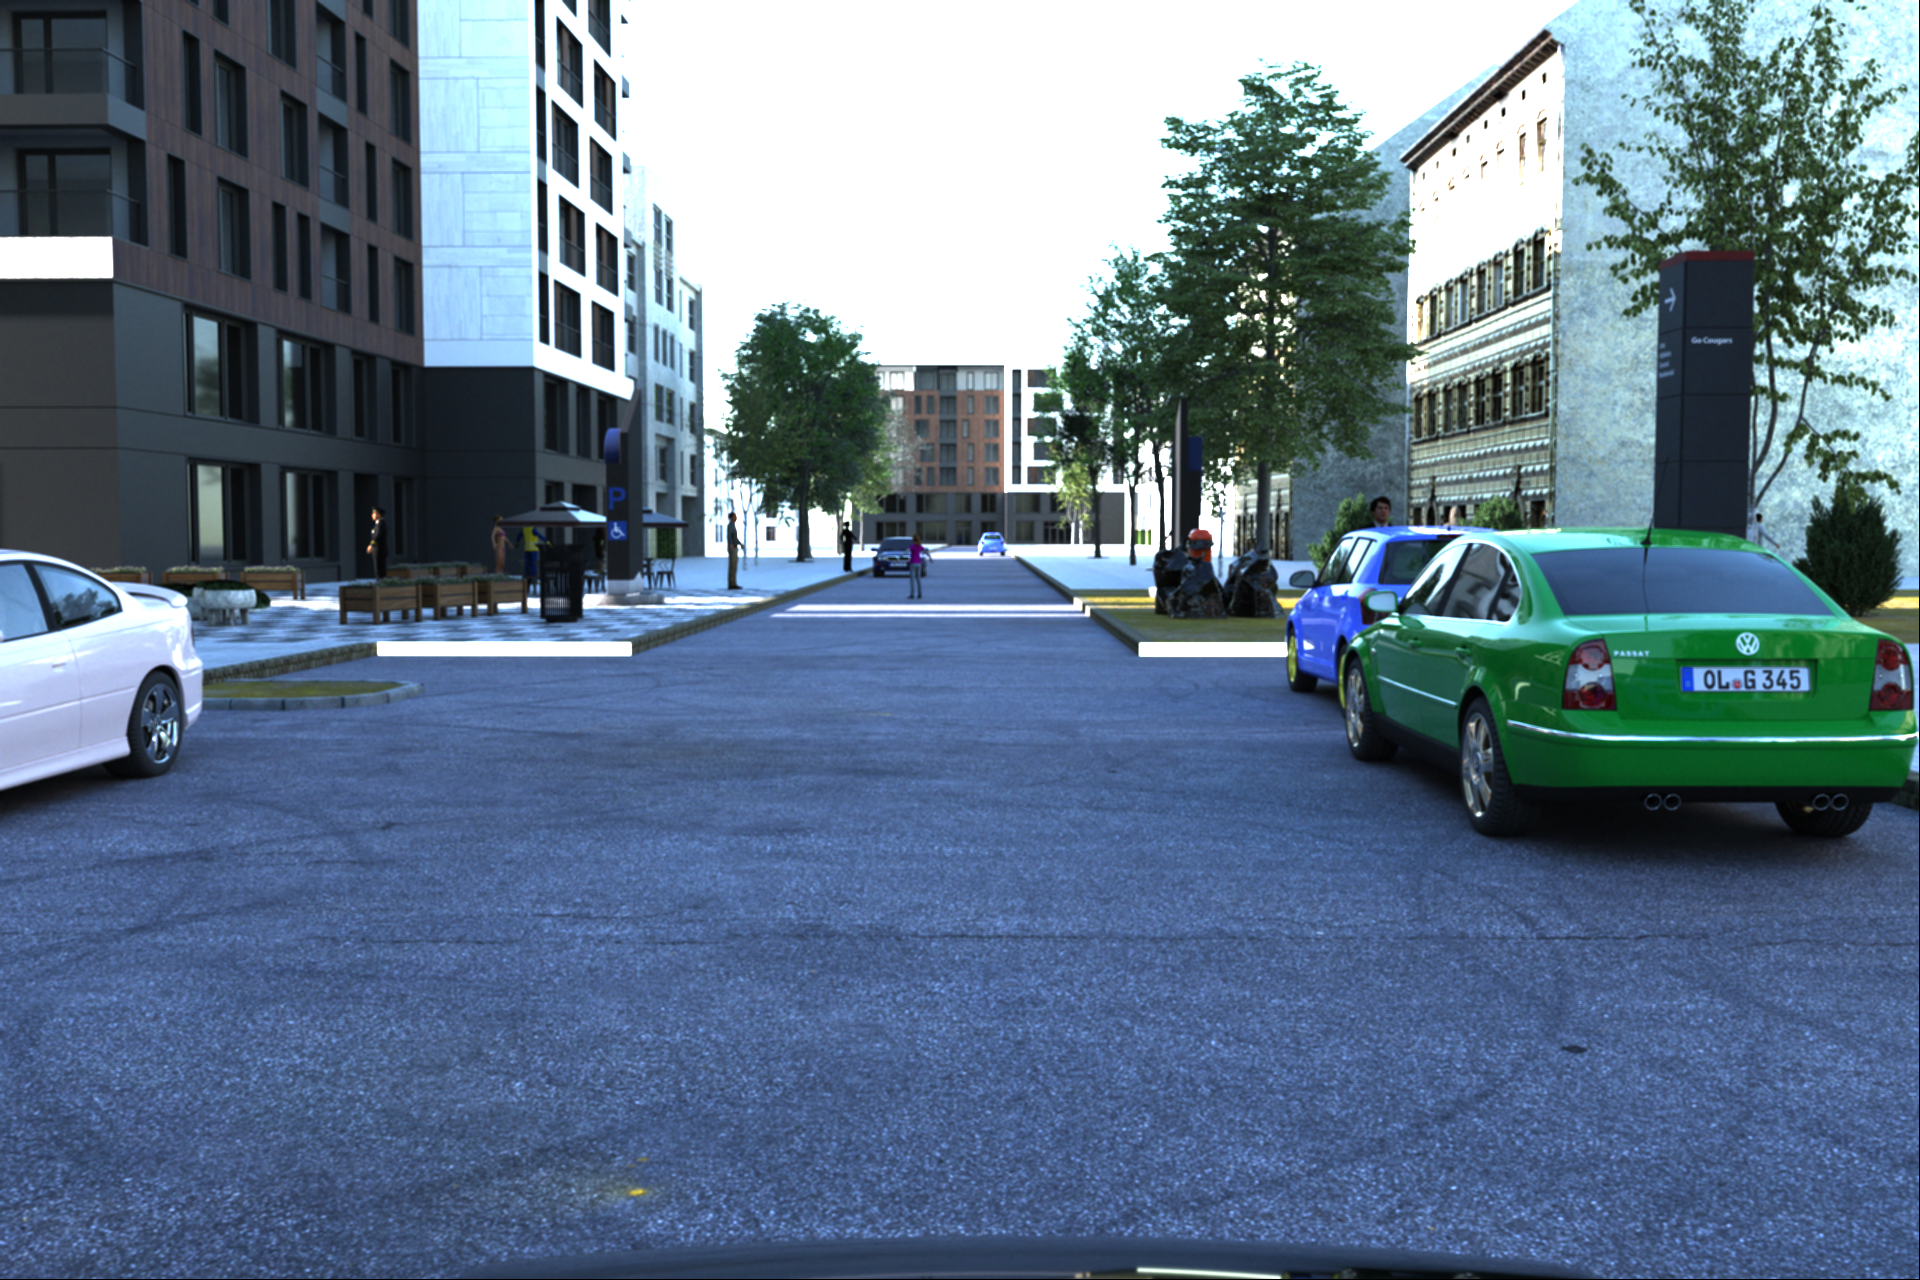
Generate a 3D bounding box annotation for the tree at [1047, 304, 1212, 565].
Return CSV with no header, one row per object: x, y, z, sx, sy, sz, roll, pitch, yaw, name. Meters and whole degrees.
6.865,-8.367,71.217,7.601,10.594,8.767,-2,4,-33,tree

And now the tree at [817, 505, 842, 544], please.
-16.025,-16.293,216.747,4.737,8.622,4.395,0,3,0,tree

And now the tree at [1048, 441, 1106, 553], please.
7.503,-10.172,116.668,4.360,8.622,3.978,0,3,0,tree

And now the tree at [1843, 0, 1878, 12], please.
24.228,-10.881,33.794,12.611,20.169,13.585,0,3,0,tree

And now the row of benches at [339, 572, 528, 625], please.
-7.878,-0.669,26.405,1.422,0.672,4.104,1,4,18,row of benches

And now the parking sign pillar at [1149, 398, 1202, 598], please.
4.561,-2.850,35.063,1.447,3.967,1.447,0,4,-1,parking sign pillar

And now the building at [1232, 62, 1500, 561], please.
24.980,-15.865,90.315,19.493,23.208,18.063,0,4,0,building

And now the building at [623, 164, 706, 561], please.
-23.376,-13.270,83.420,16.747,18.905,31.486,0,4,1,building

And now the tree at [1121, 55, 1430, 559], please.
7.630,-7.543,41.460,7.486,12.596,7.792,0,3,0,tree

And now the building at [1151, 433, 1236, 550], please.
22.932,-12.991,154.545,9.099,9.664,28.070,0,4,1,building

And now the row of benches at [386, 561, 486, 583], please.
-11.605,-1.396,38.289,1.422,0.672,4.104,0,4,8,row of benches

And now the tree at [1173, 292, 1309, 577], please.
7.949,-6.162,51.107,4.737,8.622,4.395,0,3,0,tree

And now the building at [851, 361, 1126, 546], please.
3.117,-22.691,217.426,32.646,21.610,27.936,0,4,-1,building

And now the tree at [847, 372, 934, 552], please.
-7.045,-13.202,126.214,12.009,13.543,11.850,0,3,0,tree

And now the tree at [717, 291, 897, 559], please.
-8.101,-11.254,90.664,9.857,13.997,8.962,0,3,0,tree

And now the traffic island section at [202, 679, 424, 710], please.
-5.817,0.476,15.087,1.991,0.108,1.994,0,4,1,traffic island section

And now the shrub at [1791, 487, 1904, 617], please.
13.869,-1.411,27.115,1.661,2.075,1.752,0,3,0,shrub

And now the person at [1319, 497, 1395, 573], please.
4.236,-0.538,17.438,1.347,1.806,0.705,0,4,2,person

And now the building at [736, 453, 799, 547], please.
-20.351,-14.631,181.367,9.099,9.664,28.070,0,4,1,building

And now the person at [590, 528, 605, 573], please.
-11.870,-3.103,56.873,0.704,1.812,1.346,-2,4,-27,person

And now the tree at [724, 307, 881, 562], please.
-7.147,-9.368,78.920,9.928,11.665,9.643,0,3,0,tree

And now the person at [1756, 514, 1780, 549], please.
20.436,-2.335,44.357,0.705,1.806,1.347,-1,4,-15,person

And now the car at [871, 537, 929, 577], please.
-2.024,-2.828,58.817,1.945,1.354,3.894,0,4,0,car

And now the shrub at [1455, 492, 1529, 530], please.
9.596,-1.615,30.832,1.690,2.028,1.600,0,3,0,shrub

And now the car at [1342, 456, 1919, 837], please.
3.355,-0.047,9.568,1.959,1.807,4.718,0,4,0,car

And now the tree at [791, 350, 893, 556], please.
-7.692,-11.294,102.780,7.486,12.596,7.792,0,3,0,tree

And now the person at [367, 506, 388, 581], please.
-11.736,-1.775,34.950,0.705,1.837,1.347,-1,4,-10,person

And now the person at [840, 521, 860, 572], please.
-3.743,-3.188,58.845,0.721,1.740,1.216,-2,4,-35,person

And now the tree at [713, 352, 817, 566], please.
-8.129,-7.325,70.134,4.737,8.622,4.395,0,3,0,tree

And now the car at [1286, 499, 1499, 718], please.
3.825,-0.310,14.653,1.945,1.707,3.694,0,4,1,car

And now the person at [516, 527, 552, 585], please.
-10.856,-2.299,44.051,1.216,1.772,0.721,2,4,30,person

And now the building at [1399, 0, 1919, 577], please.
27.216,-14.042,60.523,19.493,23.208,18.063,0,4,1,building

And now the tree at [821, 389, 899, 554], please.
-7.773,-11.412,112.339,9.928,11.665,9.643,0,3,0,tree

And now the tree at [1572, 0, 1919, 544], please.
9.543,-4.304,20.731,4.737,8.622,4.395,0,3,0,tree

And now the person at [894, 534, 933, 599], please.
-1.019,-1.638,38.511,0.991,1.433,0.599,-2,4,-32,person

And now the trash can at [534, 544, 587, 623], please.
-5.792,-0.826,25.154,0.748,1.137,0.748,0,3,0,trash can

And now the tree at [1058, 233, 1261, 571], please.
7.003,-8.258,60.773,9.928,11.665,9.643,0,3,0,tree

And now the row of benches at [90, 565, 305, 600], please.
-14.794,-1.118,33.742,4.104,0.672,1.422,0,4,-7,row of benches

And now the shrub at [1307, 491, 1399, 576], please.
6.941,-1.578,30.226,1.690,2.028,1.600,0,3,0,shrub

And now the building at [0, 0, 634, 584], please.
-27.006,-12.660,50.967,27.936,21.610,32.646,0,4,2,building

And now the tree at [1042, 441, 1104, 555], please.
7.369,-9.605,107.398,4.737,8.622,4.395,0,3,0,tree

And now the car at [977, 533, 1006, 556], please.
2.104,-6.417,114.511,1.945,1.707,3.694,0,4,0,car

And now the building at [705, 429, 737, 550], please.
-23.844,-12.761,150.794,9.099,9.664,28.070,0,4,1,building

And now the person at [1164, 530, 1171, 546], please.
6.895,-2.957,54.481,1.347,1.817,0.704,-2,4,-32,person

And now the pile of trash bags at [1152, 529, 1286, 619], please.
4.044,-1.108,27.872,1.912,1.369,3.447,0,4,-1,pile of trash bags

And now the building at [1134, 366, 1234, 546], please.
28.974,-19.838,190.807,16.747,18.905,31.486,0,4,0,building

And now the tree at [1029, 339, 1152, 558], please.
7.214,-10.178,92.169,9.928,11.665,9.643,0,3,0,tree

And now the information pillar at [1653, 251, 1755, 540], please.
6.935,-1.641,16.209,0.750,3.857,0.750,0,4,1,information pillar

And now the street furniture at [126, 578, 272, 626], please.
-13.726,-0.695,26.982,5.734,0.657,10.072,-2,4,-24,street furniture

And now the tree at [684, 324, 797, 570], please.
-7.529,-6.745,60.637,4.360,8.622,3.978,0,3,0,tree

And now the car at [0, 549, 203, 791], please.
-5.653,0.211,8.913,2.083,1.381,4.827,0,4,0,car

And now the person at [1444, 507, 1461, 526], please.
9.769,-1.719,34.237,1.348,1.813,0.705,0,4,-1,person

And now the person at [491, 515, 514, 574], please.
-11.005,-2.131,41.645,0.721,1.733,1.217,0,4,5,person

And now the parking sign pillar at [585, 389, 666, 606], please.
-6.125,-2.639,31.612,1.447,3.967,1.447,0,4,1,parking sign pillar

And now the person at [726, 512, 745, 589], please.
-5.248,-2.079,40.266,0.705,1.796,1.348,0,4,4,person
